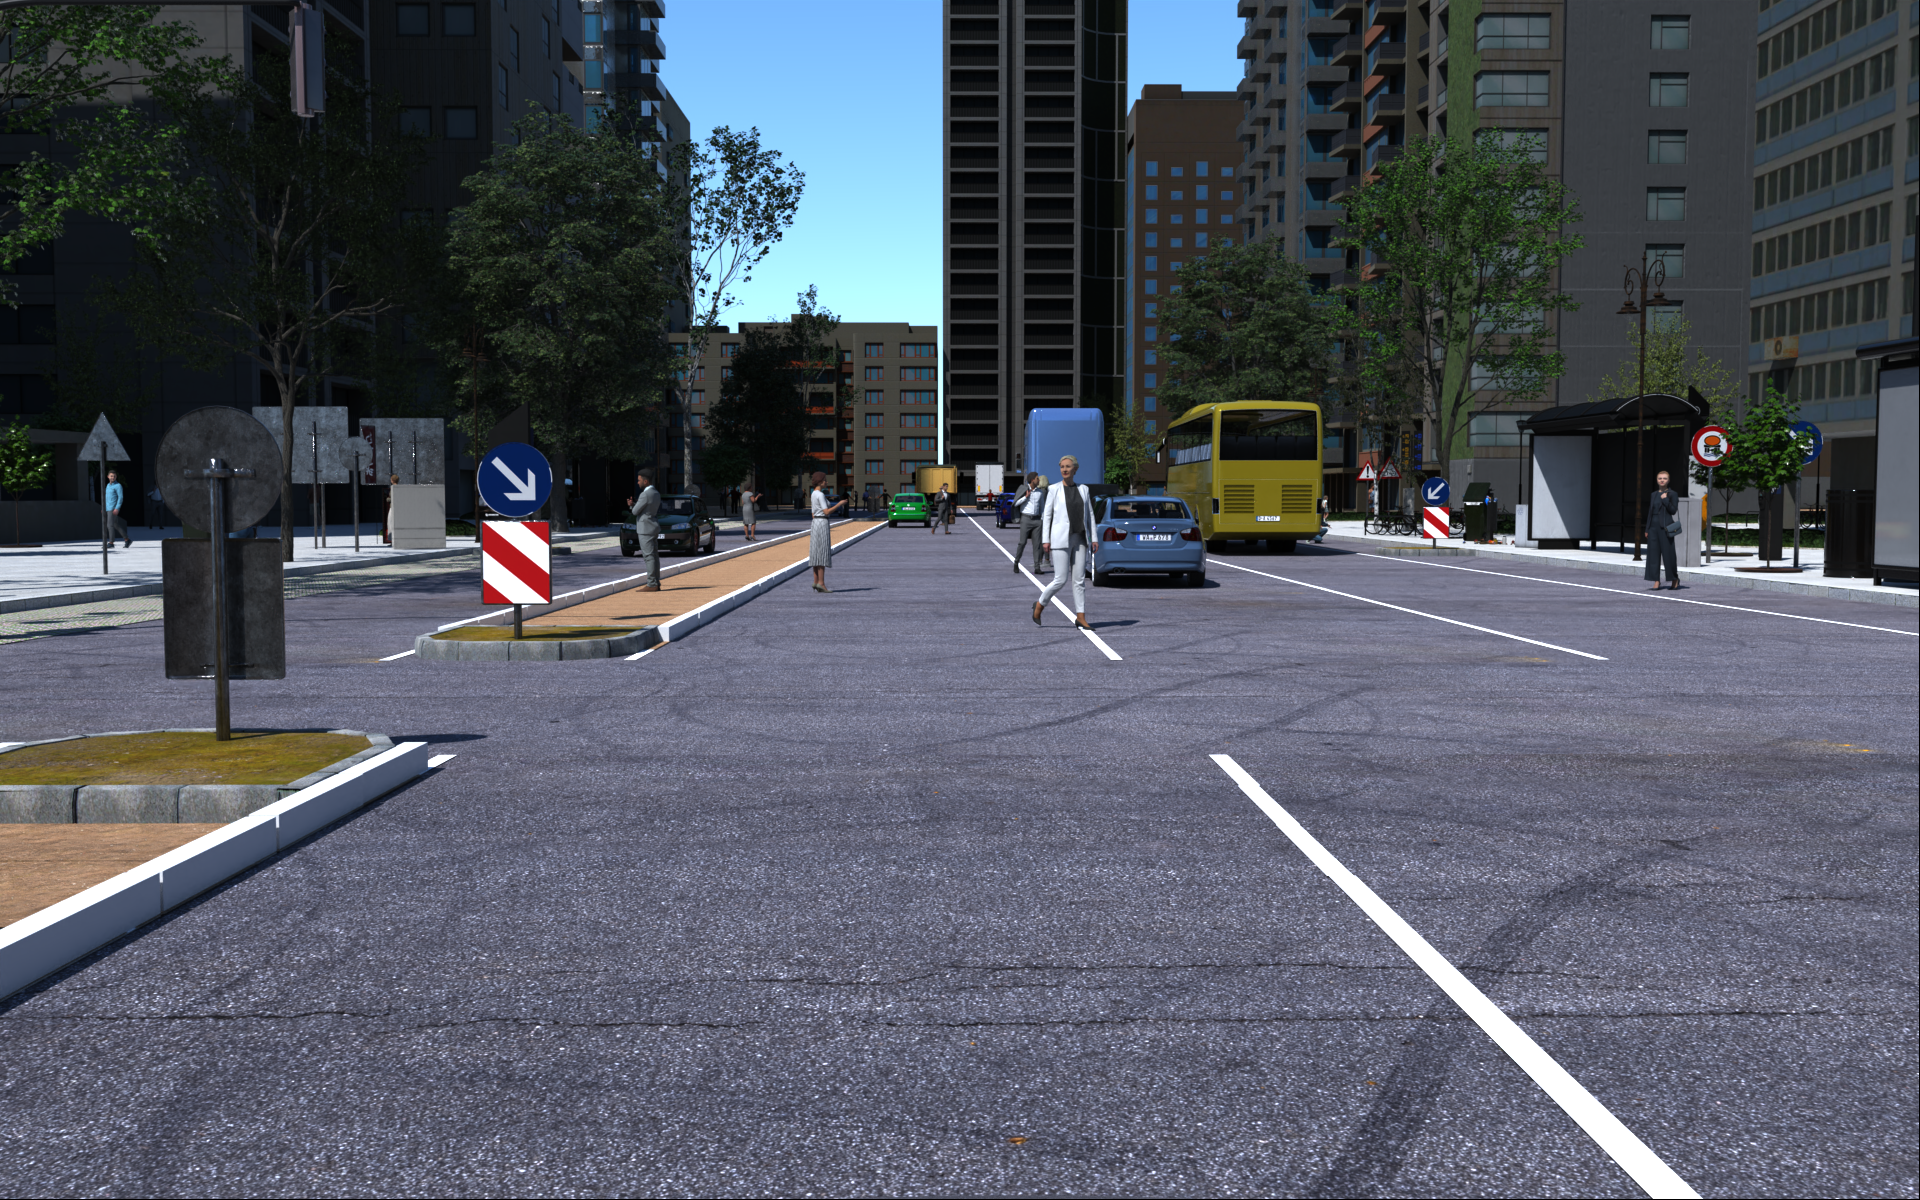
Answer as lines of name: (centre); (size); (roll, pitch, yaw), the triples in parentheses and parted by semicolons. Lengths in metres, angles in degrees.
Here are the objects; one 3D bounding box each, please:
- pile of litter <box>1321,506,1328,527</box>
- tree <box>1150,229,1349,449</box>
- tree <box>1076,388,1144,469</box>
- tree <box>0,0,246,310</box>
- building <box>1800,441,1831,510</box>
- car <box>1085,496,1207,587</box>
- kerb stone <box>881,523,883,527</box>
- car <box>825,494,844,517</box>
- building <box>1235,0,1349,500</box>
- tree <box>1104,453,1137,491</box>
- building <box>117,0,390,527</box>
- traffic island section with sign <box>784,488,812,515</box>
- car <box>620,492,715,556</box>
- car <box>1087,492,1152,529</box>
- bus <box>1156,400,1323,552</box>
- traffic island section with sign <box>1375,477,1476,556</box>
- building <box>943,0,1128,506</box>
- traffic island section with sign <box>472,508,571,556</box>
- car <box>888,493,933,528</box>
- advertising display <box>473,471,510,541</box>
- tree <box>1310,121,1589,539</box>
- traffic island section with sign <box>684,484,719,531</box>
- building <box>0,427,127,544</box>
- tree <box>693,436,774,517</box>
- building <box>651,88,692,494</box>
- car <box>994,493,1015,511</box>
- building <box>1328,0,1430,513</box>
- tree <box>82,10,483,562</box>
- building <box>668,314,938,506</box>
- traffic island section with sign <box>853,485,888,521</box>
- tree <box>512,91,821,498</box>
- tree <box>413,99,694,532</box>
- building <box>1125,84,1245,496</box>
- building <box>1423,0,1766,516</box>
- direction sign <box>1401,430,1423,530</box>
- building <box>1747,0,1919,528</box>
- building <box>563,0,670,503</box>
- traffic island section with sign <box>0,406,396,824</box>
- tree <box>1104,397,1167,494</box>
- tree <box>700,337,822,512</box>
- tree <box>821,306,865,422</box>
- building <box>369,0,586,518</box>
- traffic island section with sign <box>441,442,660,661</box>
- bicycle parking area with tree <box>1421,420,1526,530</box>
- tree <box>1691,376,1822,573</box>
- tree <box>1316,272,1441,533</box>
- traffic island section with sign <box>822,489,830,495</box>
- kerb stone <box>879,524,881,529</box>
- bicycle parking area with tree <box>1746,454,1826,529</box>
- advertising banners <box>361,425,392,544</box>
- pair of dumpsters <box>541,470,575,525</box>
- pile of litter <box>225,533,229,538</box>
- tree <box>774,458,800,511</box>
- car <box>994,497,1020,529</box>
pile of litter: (13.968, -3.335, 68.492); (1.176, 0.858, 1.719); (1, 4, 11)
tree: (13.705, -10.760, 82.587); (9.857, 13.997, 8.962); (0, 3, 0)
tree: (12.448, -13.313, 152.084); (8.767, 10.594, 7.601); (-2, 4, -27)
tree: (-13.378, -5.894, 22.119); (9.928, 11.665, 9.643); (0, 3, 0)
building: (72.101, -30.519, 149.090); (14.200, 45.320, 14.600); (0, 4, 0)
car: (2.937, -0.986, 28.117); (2.014, 1.417, 4.499); (0, 4, 1)
kerb stone: (-3.321, -2.958, 70.573); (0.120, 0.150, 1.000); (0, 4, 0)
car: (-8.376, -6.078, 111.373); (2.014, 1.417, 4.499); (0, 4, -2)
building: (34.806, -31.879, 140.834); (23.786, 49.044, 30.456); (0, 4, 0)
tree: (12.693, -9.564, 140.082); (4.285, 4.588, 4.351); (0, 3, 0)
building: (-35.797, -39.019, 76.206); (20.563, 71.187, 20.611); (0, 4, 0)
traffic island section with sign: (-10.968, -6.701, 118.187); (1.989, 1.847, 2.006); (0, 4, 0)
car: (-6.888, -1.909, 41.006); (2.009, 1.686, 4.222); (0, 4, 1)
car: (3.118, -1.435, 33.242); (2.009, 1.686, 4.222); (0, 4, 0)
bus: (7.167, -3.310, 45.664); (2.896, 3.916, 12.252); (0, 4, 1)
traffic island section with sign: (10.907, -1.973, 40.887); (1.989, 1.847, 2.006); (0, 4, 0)
building: (8.379, -46.269, 194.750); (20.611, 71.187, 20.563); (0, 4, 0)
traffic island section with sign: (-10.321, -1.984, 41.060); (1.989, 1.847, 2.006); (0, 4, 0)
car: (-2.158, -4.056, 75.109); (1.959, 1.807, 4.718); (0, 4, 0)
advertising display: (-12.858, -2.592, 47.589); (0.974, 1.923, 0.123); (0, 4, -2)
tree: (13.907, -7.570, 49.524); (9.928, 11.665, 9.643); (0, 3, 0)
traffic island section with sign: (-10.551, -3.646, 68.241); (1.989, 1.847, 2.006); (0, 4, 0)
building: (-40.538, -21.454, 42.647); (32.217, 40.220, 23.993); (0, 4, 0)
tree: (-13.257, -6.937, 97.140); (4.285, 4.588, 4.351); (0, 3, 0)
building: (-42.251, -34.955, 195.218); (21.600, 48.544, 21.300); (0, 4, 0)
car: (3.287, -6.692, 119.008); (1.945, 1.707, 3.694); (0, 4, 1)
building: (35.731, -27.858, 110.105); (22.147, 44.769, 28.867); (0, 4, 0)
tree: (-12.511, -6.012, 32.709); (8.767, 10.594, 7.601); (3, 5, 43)
building: (-17.033, -21.704, 199.901); (28.899, 21.520, 27.650); (0, 4, 0)
traffic island section with sign: (-4.549, -5.066, 90.958); (2.006, 1.907, 1.989); (0, 4, 0)
tree: (-14.386, -13.897, 83.112); (12.611, 20.169, 13.585); (0, 3, 0)
tree: (-13.448, -9.254, 57.960); (9.857, 13.997, 8.962); (0, 3, 0)
building: (25.808, -33.195, 192.850); (14.200, 45.320, 14.600); (0, 4, 0)
building: (30.156, -24.491, 84.022); (14.154, 41.232, 14.086); (0, 4, 0)
direction sign: (16.147, -4.279, 61.962); (0.379, 3.537, 0.876); (-3, 5, -39)
building: (36.055, -21.466, 42.855); (23.993, 40.220, 32.217); (0, 4, 0)
building: (-40.330, -32.070, 143.951); (30.456, 49.044, 23.786); (0, 4, 0)
traffic island section with sign: (-3.844, -0.017, 8.415); (2.006, 1.907, 1.989); (0, 4, 0)
tree: (13.153, -11.038, 130.839); (4.737, 8.622, 4.395); (0, 3, 0)
tree: (-14.541, -12.827, 126.734); (9.611, 12.733, 9.660); (0, 3, 0)
tree: (-15.040, -18.497, 158.307); (12.611, 20.169, 13.585); (0, 3, 0)
building: (-38.412, -31.533, 104.795); (28.713, 52.752, 27.495); (0, 4, 0)
traffic island section with sign: (-3.897, -0.470, 15.822); (2.006, 1.907, 1.989); (0, 4, 0)
bicycle parking area with tree: (21.610, -4.755, 64.742); (9.016, 4.147, 8.231); (1, 4, 21)
tree: (13.229, -2.078, 28.574); (1.663, 3.219, 1.824); (0, 3, 0)
tree: (13.713, -6.508, 56.766); (4.360, 8.622, 3.978); (0, 3, 0)
traffic island section with sign: (-11.202, -8.349, 145.141); (1.989, 1.847, 2.006); (0, 4, 0)
kerb stone: (-3.312, -2.833, 68.520); (0.120, 0.150, 1.000); (0, 4, 0)
bicycle parking area with tree: (34.685, -4.790, 65.325); (8.231, 4.147, 9.016); (0, 4, 5)
advertising banners: (-14.790, -2.978, 44.886); (0.090, 3.025, 2.074); (1, 4, 21)
pair of dumpsters: (-16.110, -4.121, 69.866); (1.574, 2.255, 4.437); (0, 4, -1)
pile of litter: (-15.294, -1.390, 36.685); (1.176, 0.858, 1.719); (0, 4, 1)
tree: (-14.190, -9.270, 135.270); (4.285, 4.588, 4.351); (0, 3, 0)
car: (2.442, -3.696, 73.007); (1.945, 1.354, 3.894); (0, 4, -2)
